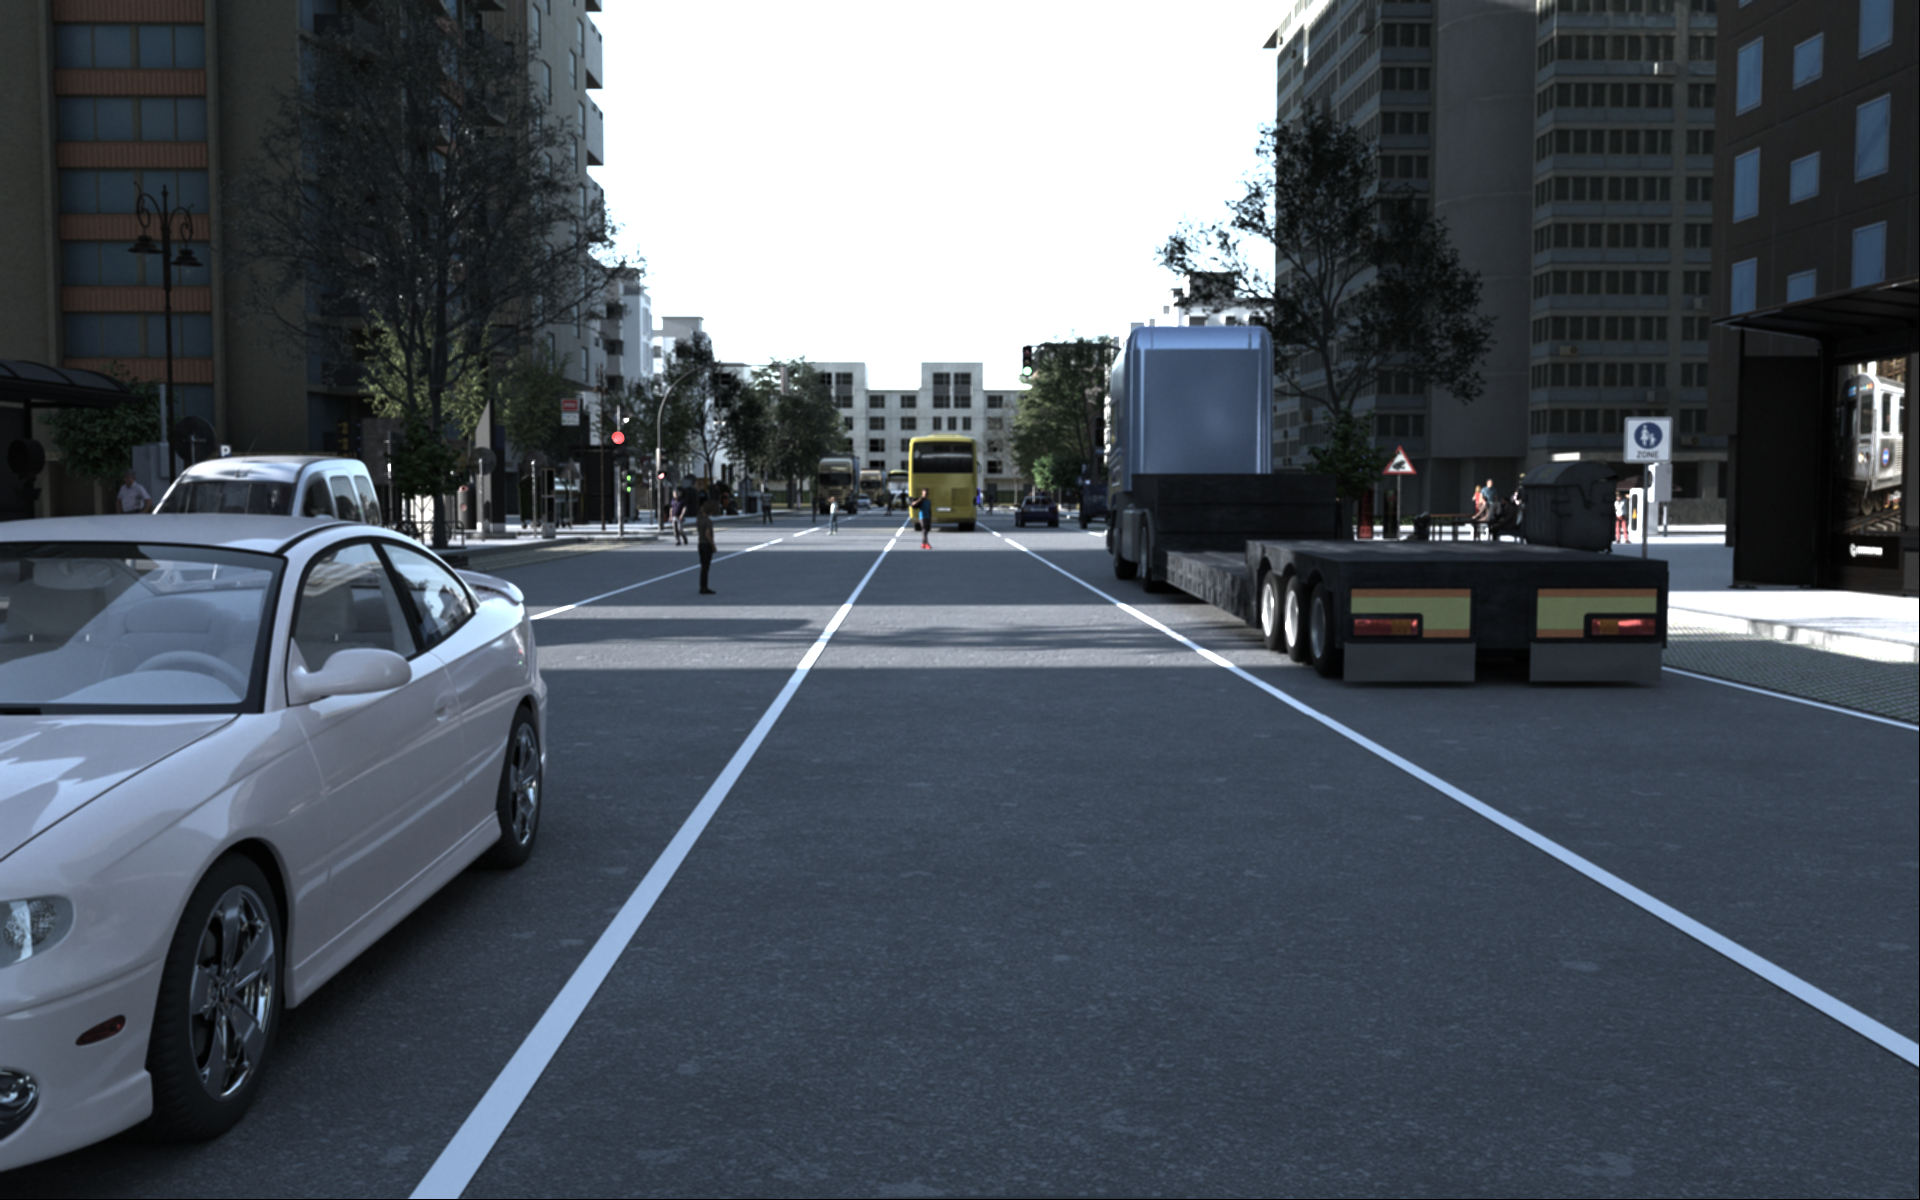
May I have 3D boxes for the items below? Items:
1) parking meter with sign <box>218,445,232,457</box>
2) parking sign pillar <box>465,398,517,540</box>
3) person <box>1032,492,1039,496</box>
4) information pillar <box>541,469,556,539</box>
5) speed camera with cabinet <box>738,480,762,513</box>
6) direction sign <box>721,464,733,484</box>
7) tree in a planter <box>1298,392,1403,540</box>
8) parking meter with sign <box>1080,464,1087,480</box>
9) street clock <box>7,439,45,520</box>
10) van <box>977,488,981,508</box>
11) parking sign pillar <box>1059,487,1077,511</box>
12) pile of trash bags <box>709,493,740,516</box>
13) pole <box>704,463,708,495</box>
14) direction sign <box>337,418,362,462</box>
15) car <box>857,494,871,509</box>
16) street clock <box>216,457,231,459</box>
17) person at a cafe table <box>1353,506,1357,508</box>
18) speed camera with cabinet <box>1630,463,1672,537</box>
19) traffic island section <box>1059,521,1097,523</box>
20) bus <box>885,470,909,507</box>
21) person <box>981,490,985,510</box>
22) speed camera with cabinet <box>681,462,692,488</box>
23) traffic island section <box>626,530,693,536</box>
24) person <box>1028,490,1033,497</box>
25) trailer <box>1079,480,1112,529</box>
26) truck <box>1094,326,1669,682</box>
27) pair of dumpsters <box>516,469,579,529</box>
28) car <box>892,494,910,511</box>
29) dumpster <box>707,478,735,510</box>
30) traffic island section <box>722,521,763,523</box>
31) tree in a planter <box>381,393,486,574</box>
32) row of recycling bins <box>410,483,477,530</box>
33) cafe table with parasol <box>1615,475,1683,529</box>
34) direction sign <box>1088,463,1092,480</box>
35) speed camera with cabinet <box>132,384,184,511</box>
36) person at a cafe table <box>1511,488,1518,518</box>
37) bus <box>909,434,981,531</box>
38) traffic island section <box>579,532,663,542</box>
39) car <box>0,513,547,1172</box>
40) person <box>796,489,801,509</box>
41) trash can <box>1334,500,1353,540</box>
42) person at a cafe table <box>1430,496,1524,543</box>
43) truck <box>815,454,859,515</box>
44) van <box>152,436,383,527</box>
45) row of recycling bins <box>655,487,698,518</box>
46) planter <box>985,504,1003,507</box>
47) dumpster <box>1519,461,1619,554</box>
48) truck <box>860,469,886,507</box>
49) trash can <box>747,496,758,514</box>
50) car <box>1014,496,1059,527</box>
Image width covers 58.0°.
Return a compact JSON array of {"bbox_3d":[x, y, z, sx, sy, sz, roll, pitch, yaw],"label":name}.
[{"bbox_3d":[-26.691,-3.987,61.441,1.738,3.016,0.543,1,4,22],"label":"parking meter with sign"},{"bbox_3d":[-13.387,-3.724,49.356,1.447,3.967,1.447,-2,4,-33],"label":"parking sign pillar"},{"bbox_3d":[8.695,-11.640,196.870,1.217,1.766,0.721,1,4,15],"label":"person"},{"bbox_3d":[-11.894,-2.786,50.046,0.304,2.012,0.304,-3,4,-39],"label":"information pillar"},{"bbox_3d":[-14.358,-7.588,118.404,0.660,3.252,2.038,2,4,28],"label":"speed camera with cabinet"},{"bbox_3d":[-17.420,-8.422,129.703,0.876,3.537,0.379,-1,4,-20],"label":"direction sign"},{"bbox_3d":[6.805,-2.040,30.570,1.991,3.239,1.994,0,4,-1],"label":"tree in a planter"},{"bbox_3d":[7.815,-6.337,99.863,1.738,3.016,0.543,3,4,37],"label":"parking meter with sign"},{"bbox_3d":[-12.324,-1.121,22.902,0.471,2.002,0.358,2,4,28],"label":"street clock"},{"bbox_3d":[1.216,-10.525,176.467,2.240,2.365,5.245,0,4,1],"label":"van"},{"bbox_3d":[8.431,-8.976,135.235,1.447,3.967,1.447,-1,4,-12],"label":"parking sign pillar"},{"bbox_3d":[-14.099,-5.739,103.592,1.912,1.369,3.447,0,4,-5],"label":"pile of trash bags"},{"bbox_3d":[-16.913,-7.431,115.346,0.158,3.312,0.155,0,3,0],"label":"pole"},{"bbox_3d":[-18.209,-3.669,51.993,0.876,3.537,0.379,-1,4,-17],"label":"direction sign"},{"bbox_3d":[-9.305,-9.243,163.131,2.014,1.417,4.499,0,4,-1],"label":"car"},{"bbox_3d":[-14.150,-1.765,33.426,0.358,2.002,0.471,1,4,16],"label":"street clock"},{"bbox_3d":[17.191,-4.142,78.576,1.698,1.238,1.726,1,4,15],"label":"person at a cafe table"},{"bbox_3d":[21.060,-3.576,52.800,0.660,3.252,2.038,0,4,3],"label":"speed camera with cabinet"},{"bbox_3d":[5.730,-3.880,86.302,1.991,0.108,1.994,0,4,-1],"label":"traffic island section"},{"bbox_3d":[-6.305,-11.569,180.699,2.896,3.916,12.252,0,4,-2],"label":"bus"},{"bbox_3d":[2.097,-9.255,159.906,0.705,1.814,1.350,0,4,-7],"label":"person"},{"bbox_3d":[-16.540,-6.751,104.714,0.660,3.252,2.038,0,4,-7],"label":"speed camera with cabinet"},{"bbox_3d":[-10.497,-2.353,60.752,2.009,0.180,2.903,0,4,-1],"label":"traffic island section"},{"bbox_3d":[8.588,-12.426,209.916,0.721,1.736,1.217,3,4,37],"label":"person"},{"bbox_3d":[5.648,-3.951,71.642,1.471,1.999,3.904,0,4,-2],"label":"trailer"},{"bbox_3d":[3.894,-1.969,21.954,2.967,4.110,18.799,0,4,-1],"label":"truck"},{"bbox_3d":[-15.635,-3.860,65.611,1.574,2.255,4.437,0,4,-1],"label":"pair of dumpsters"},{"bbox_3d":[-5.065,-8.582,150.546,2.015,1.641,3.980,0,4,-1],"label":"car"},{"bbox_3d":[-14.865,-6.428,107.597,1.502,2.255,1.985,0,4,-1],"label":"dumpster"},{"bbox_3d":[-10.655,-3.825,85.405,1.991,0.108,1.994,0,4,-1],"label":"traffic island section"},{"bbox_3d":[-9.598,-2.058,30.865,1.991,3.239,1.994,0,4,-1],"label":"tree in a planter"},{"bbox_3d":[-17.995,-3.356,61.987,3.534,1.692,1.069,1,4,10],"label":"row of recycling bins"},{"bbox_3d":[28.309,-4.005,70.343,2.610,1.966,2.610,-1,4,-9],"label":"cafe table with parasol"},{"bbox_3d":[9.356,-8.300,127.696,0.876,3.537,0.379,3,4,37],"label":"direction sign"},{"bbox_3d":[-14.153,-2.298,31.902,0.660,3.252,2.038,2,4,30],"label":"speed camera with cabinet"},{"bbox_3d":[22.238,-3.639,68.019,1.622,1.524,1.698,0,4,-2],"label":"person at a cafe table"},{"bbox_3d":[-0.581,-4.803,70.081,2.896,3.916,12.252,0,4,0],"label":"bus"},{"bbox_3d":[-10.342,-1.865,52.769,2.009,0.180,2.903,0,4,-1],"label":"traffic island section"},{"bbox_3d":[-2.570,0.430,5.330,2.083,1.381,4.827,0,4,-1],"label":"car"},{"bbox_3d":[-13.920,-8.745,149.686,0.621,1.740,0.551,-3,5,-43],"label":"person"},{"bbox_3d":[9.421,-1.912,42.912,0.748,1.137,0.748,0,3,0],"label":"trash can"},{"bbox_3d":[10.774,-1.520,35.719,1.726,1.238,1.698,0,4,1],"label":"person at a cafe table"},{"bbox_3d":[-8.696,-8.291,124.473,2.839,4.237,11.283,0,4,-1],"label":"truck"},{"bbox_3d":[-7.224,-0.655,17.722,2.013,2.044,4.112,0,4,-1],"label":"van"},{"bbox_3d":[-15.616,-5.389,95.215,1.069,1.692,3.534,2,4,25],"label":"row of recycling bins"},{"bbox_3d":[3.715,-10.316,189.804,1.991,0.319,1.994,0,4,-1],"label":"planter"},{"bbox_3d":[11.084,-1.575,31.515,1.264,1.857,1.865,0,4,-1],"label":"dumpster"},{"bbox_3d":[-9.748,-12.485,193.043,2.839,4.237,11.283,0,3,0],"label":"truck"},{"bbox_3d":[-13.619,-6.237,113.632,0.748,1.137,0.748,0,3,0],"label":"trash can"},{"bbox_3d":[3.343,-3.863,75.736,1.945,1.354,3.894,0,4,-2],"label":"car"}]
